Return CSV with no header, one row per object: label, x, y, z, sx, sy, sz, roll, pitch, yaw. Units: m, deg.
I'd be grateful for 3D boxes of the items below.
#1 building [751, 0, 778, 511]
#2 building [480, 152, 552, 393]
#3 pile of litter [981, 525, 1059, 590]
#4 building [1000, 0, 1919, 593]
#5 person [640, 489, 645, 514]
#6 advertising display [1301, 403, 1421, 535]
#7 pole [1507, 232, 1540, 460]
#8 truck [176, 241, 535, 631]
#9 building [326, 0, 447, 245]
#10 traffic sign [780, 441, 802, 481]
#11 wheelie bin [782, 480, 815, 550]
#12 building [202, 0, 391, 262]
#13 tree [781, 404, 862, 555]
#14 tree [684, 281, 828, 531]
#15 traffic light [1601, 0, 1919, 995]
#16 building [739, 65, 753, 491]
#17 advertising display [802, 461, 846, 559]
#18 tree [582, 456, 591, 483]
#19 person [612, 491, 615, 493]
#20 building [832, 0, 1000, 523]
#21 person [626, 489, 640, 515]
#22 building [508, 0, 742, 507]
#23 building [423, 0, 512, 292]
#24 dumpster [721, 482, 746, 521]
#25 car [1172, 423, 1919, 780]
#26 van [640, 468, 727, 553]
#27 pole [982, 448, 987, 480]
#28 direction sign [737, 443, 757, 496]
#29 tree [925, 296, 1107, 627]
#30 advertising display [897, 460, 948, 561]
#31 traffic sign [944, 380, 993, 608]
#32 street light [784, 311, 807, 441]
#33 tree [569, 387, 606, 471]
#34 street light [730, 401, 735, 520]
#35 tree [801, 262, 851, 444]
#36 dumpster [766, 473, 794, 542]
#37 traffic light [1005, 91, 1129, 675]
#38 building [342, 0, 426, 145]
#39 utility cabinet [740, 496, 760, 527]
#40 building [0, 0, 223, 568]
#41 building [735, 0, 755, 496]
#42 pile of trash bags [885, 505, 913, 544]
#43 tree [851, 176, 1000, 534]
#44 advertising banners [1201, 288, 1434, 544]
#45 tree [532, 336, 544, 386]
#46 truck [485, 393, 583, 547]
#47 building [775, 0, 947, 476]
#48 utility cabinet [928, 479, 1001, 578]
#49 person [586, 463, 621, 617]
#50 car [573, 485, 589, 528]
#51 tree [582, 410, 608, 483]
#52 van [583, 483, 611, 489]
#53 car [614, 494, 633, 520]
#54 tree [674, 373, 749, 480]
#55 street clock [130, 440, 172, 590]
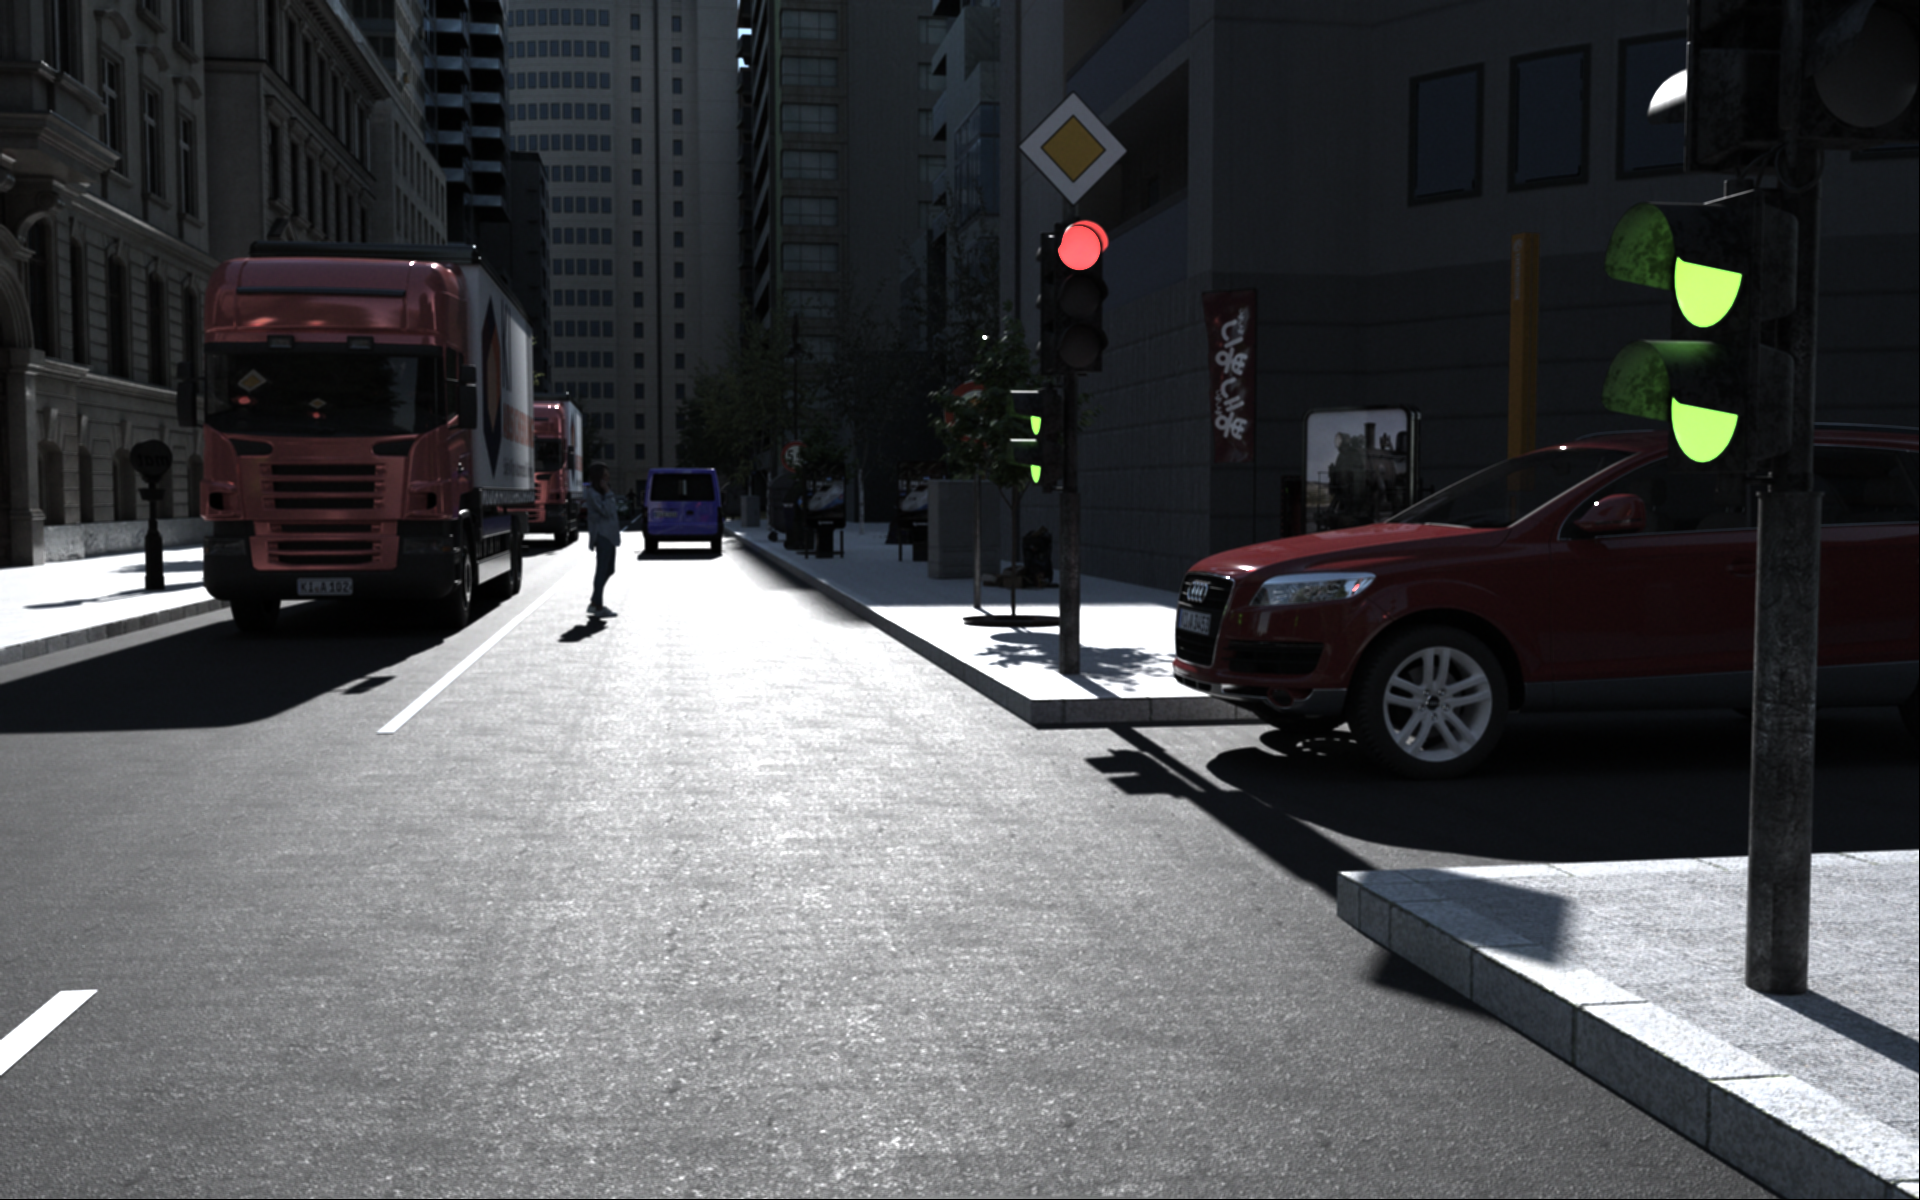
building,-3.229,-30.399,120.727,21.300,48.544,21.600,-1,4,-10
building,-42.292,-23.017,148.035,14.107,30.474,14.160,-1,4,-10
pile of litter,0.830,-0.615,24.015,1.176,0.858,1.719,1,4,13
building,16.095,-29.612,26.151,28.212,58.520,21.231,-1,4,-10
person,-22.140,-6.882,121.534,0.721,1.766,1.217,-1,4,-19
advertising display,2.913,-0.456,12.671,0.123,1.923,0.974,-3,5,-40
pole,4.429,-1.212,13.661,0.158,3.312,0.155,0,3,0
truck,-6.995,-2.002,21.640,2.839,4.237,11.283,-1,4,-9
building,-28.205,-13.396,73.781,10.420,20.320,16.860,-1,4,-10
traffic sign,-3.910,-2.530,41.464,0.768,2.556,0.104,0,4,-2
wheelie bin,-3.671,-1.953,39.839,0.693,1.594,0.980,-2,4,-31
building,-24.997,-11.658,55.242,10.561,19.102,19.286,-1,4,-10
tree,-3.096,-2.587,36.895,1.663,3.219,1.824,0,3,0
tree,-6.661,-6.742,60.594,4.737,8.622,4.395,0,3,0
traffic light,2.103,-0.946,4.386,0.839,4.253,0.868,-1,4,-10
building,-15.845,-32.401,179.859,14.200,45.320,14.600,-1,4,-10
advertising display,-2.709,-1.795,34.564,0.974,1.923,0.123,-3,4,-39
tree,-28.540,-8.766,127.033,4.285,4.588,4.351,0,3,0
person,-28.833,-8.224,143.902,0.756,1.711,0.436,2,4,24
building,7.099,-46.446,72.056,22.319,86.520,31.000,-1,4,-10
person,-22.273,-6.648,117.332,1.348,1.807,0.705,0,4,3
building,-37.390,-39.001,179.666,28.212,58.520,21.231,-1,4,-10
building,-42.129,-49.420,120.695,22.319,86.520,31.000,-1,4,-10
dumpster,-10.806,-4.721,82.951,1.264,1.857,1.865,-1,4,-10
car,3.838,-0.072,9.854,5.304,1.827,2.281,-1,4,-10
van,-6.973,-2.403,43.681,2.240,2.365,5.245,-1,4,-9
pole,0.761,-3.674,53.908,0.158,3.312,0.155,0,3,0
direction sign,-9.411,-5.171,76.538,0.876,3.537,0.379,1,4,10
tree,0.407,-1.380,17.160,1.663,3.219,1.824,0,3,0
advertising display,-0.717,-1.703,33.058,0.974,1.923,0.123,1,4,8
traffic sign,0.196,-1.181,19.419,0.768,2.556,0.104,0,4,-7
street light,-4.167,-4.354,43.968,0.468,5.910,1.993,-1,4,-10
tree,-26.967,-10.374,119.984,4.737,8.622,4.395,0,3,0
street light,-11.295,-6.920,85.922,0.468,5.910,1.993,-1,4,-10
tree,-3.075,-6.381,54.692,4.360,8.622,3.978,0,3,0
dumpster,-4.596,-2.535,47.208,1.264,1.857,1.865,-1,4,-10
traffic light,0.763,-1.427,12.258,0.839,4.253,0.868,-1,4,-10
building,-42.423,-24.579,93.751,32.217,40.220,23.993,-1,4,-10
utility cabinet,-8.132,-3.432,67.269,0.306,1.237,1.020,2,4,24
building,-22.012,-12.782,28.067,14.460,24.649,34.723,-1,4,-10
building,-7.444,-30.063,146.156,22.147,44.769,28.867,-1,4,-10
pile of trash bags,-0.292,-2.172,45.265,1.912,1.369,3.447,3,4,37
tree,0.525,-5.464,39.703,4.360,8.622,3.978,0,3,0
advertising banners,2.935,-1.117,14.451,2.074,3.025,0.090,2,4,35
tree,-18.672,-7.235,68.651,4.360,8.622,3.978,0,3,0
truck,-12.413,-3.747,50.178,2.839,4.237,11.283,-1,4,-10
building,-3.997,-25.631,102.668,14.154,41.232,14.086,-1,4,-10
utility cabinet,0.076,-1.088,26.462,1.173,1.500,0.318,-3,4,-37
person,-4.193,-0.700,20.217,0.793,1.790,0.793,-2,4,-32
car,-16.740,-4.034,74.637,2.281,1.827,5.304,-1,4,-8
tree,-32.995,-12.314,151.692,4.360,8.622,3.978,0,3,0
van,-19.215,-5.270,90.545,2.240,2.365,5.245,-1,4,-9
car,-19.677,-5.310,98.610,2.131,1.459,4.920,-1,4,-10
tree,-23.174,-14.983,163.092,7.486,12.596,7.792,0,3,0
street clock,-10.797,-1.137,23.166,0.471,2.002,0.358,-3,5,-44
